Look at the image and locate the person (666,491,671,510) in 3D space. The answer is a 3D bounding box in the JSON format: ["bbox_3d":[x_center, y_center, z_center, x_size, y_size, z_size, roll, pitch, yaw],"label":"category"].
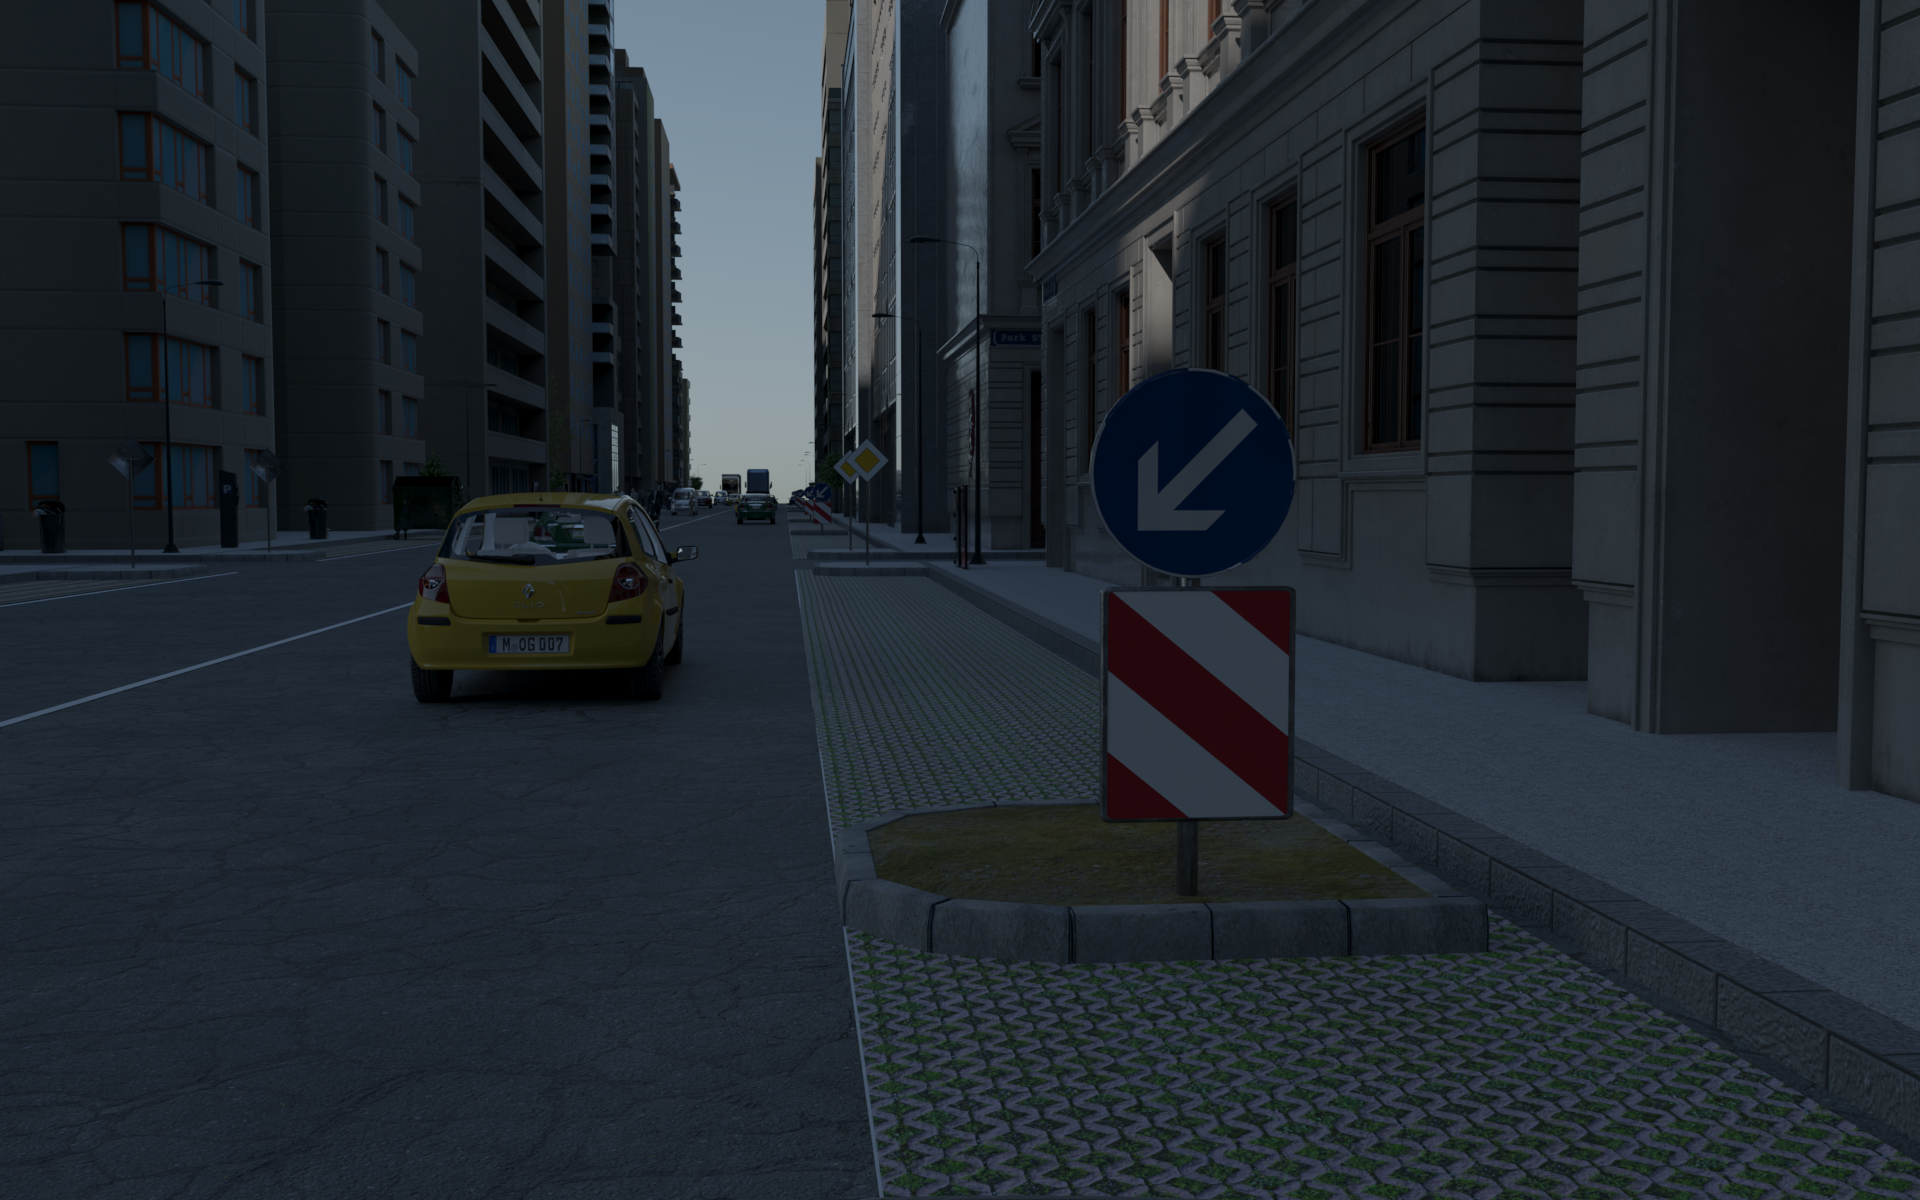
[{"bbox_3d":[-25.569,-8.738,152.162,0.445,1.727,0.742,0,4,0],"label":"person"}]

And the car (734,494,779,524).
[{"bbox_3d":[-9.823,-4.389,83.565,2.131,1.459,4.920,0,4,-6],"label":"car"}]

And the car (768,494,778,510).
[{"bbox_3d":[-17.650,-8.981,158.838,2.014,1.417,4.499,0,4,-5],"label":"car"}]

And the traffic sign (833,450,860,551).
[{"bbox_3d":[-2.481,-2.176,39.228,0.795,2.450,0.064,0,4,-6],"label":"traffic sign"}]

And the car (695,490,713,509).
[{"bbox_3d":[-25.629,-9.987,171.960,2.281,1.827,5.304,0,4,-7],"label":"car"}]

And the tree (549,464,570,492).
[{"bbox_3d":[-25.941,-7.126,111.119,1.663,3.219,1.824,0,3,0],"label":"tree"}]

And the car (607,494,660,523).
[{"bbox_3d":[-6.216,-1.083,29.509,2.131,1.459,4.920,0,4,-7],"label":"car"}]

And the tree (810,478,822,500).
[{"bbox_3d":[-17.006,-12.824,204.277,1.663,3.219,1.824,0,3,0],"label":"tree"}]

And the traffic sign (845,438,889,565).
[{"bbox_3d":[-1.677,-1.691,31.283,0.795,2.450,0.064,0,4,-6],"label":"traffic sign"}]

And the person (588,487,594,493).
[{"bbox_3d":[-17.814,-4.534,83.226,0.643,1.750,0.593,0,4,4],"label":"person"}]

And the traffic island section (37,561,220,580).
[{"bbox_3d":[-14.381,-0.477,30.083,2.009,0.180,2.903,0,4,-6],"label":"traffic island section"}]

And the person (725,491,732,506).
[{"bbox_3d":[-28.289,-12.491,212.804,1.350,1.814,0.705,-3,5,-40],"label":"person"}]

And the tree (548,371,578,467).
[{"bbox_3d":[-24.658,-9.237,101.387,4.737,8.622,4.395,0,3,0],"label":"tree"}]

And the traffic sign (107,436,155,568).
[{"bbox_3d":[-14.358,-1.614,30.024,0.795,2.450,0.064,0,4,-6],"label":"traffic sign"}]

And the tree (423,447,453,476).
[{"bbox_3d":[-22.049,-4.752,72.292,1.663,3.219,1.824,0,3,0],"label":"tree"}]

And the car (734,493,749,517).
[{"bbox_3d":[-13.512,-6.161,110.956,2.015,1.641,3.980,0,4,-5],"label":"car"}]

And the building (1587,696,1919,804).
[{"bbox_3d":[9.577,-10.038,0.276,11.583,22.565,21.152,0,4,-6],"label":"building"}]

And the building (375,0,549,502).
[{"bbox_3d":[-32.726,-28.208,84.903,21.300,48.544,21.600,0,4,-6],"label":"building"}]

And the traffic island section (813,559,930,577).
[{"bbox_3d":[-1.654,-0.555,31.362,2.009,0.180,2.903,0,4,-6],"label":"traffic island section"}]

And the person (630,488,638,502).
[{"bbox_3d":[-19.881,-5.925,105.477,0.635,1.810,0.391,2,4,28],"label":"person"}]

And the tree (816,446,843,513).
[{"bbox_3d":[-8.019,-8.155,117.041,4.285,4.588,4.351,0,3,0],"label":"tree"}]

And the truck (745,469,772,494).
[{"bbox_3d":[-20.979,-11.581,179.107,2.967,4.110,18.799,0,4,-6],"label":"truck"}]

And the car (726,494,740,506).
[{"bbox_3d":[-27.082,-12.098,208.023,2.015,1.641,3.980,0,4,-6],"label":"car"}]

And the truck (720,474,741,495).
[{"bbox_3d":[-32.306,-15.647,244.745,2.839,4.237,11.283,0,4,-5],"label":"truck"}]

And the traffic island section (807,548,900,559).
[{"bbox_3d":[-2.458,-1.041,39.307,2.009,0.180,2.903,0,4,-6],"label":"traffic island section"}]

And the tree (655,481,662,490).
[{"bbox_3d":[-33.264,-11.869,188.664,1.663,3.219,1.824,0,3,0],"label":"tree"}]

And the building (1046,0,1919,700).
[{"bbox_3d":[7.447,-11.323,21.280,11.583,22.565,21.152,0,4,-6],"label":"building"}]

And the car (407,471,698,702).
[{"bbox_3d":[-3.067,-0.195,13.406,2.015,1.641,3.980,0,4,-6],"label":"car"}]

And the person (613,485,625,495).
[{"bbox_3d":[-15.863,-4.389,80.359,0.679,1.850,0.850,0,4,-7],"label":"person"}]

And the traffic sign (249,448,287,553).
[{"bbox_3d":[-15.163,-2.099,37.969,0.795,2.450,0.064,0,4,-6],"label":"traffic sign"}]

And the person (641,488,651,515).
[{"bbox_3d":[-21.154,-6.695,118.050,1.350,1.814,0.705,1,4,13],"label":"person"}]

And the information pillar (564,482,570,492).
[{"bbox_3d":[-24.751,-6.398,109.091,0.304,2.012,0.304,0,4,1],"label":"information pillar"}]

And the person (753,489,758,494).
[{"bbox_3d":[-17.560,-8.574,148.641,1.348,1.831,0.705,-1,4,-16],"label":"person"}]

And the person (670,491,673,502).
[{"bbox_3d":[-25.650,-8.886,154.574,1.217,1.735,0.721,3,5,40],"label":"person"}]

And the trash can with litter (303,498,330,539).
[{"bbox_3d":[-18.278,-2.315,49.233,0.624,1.170,1.055,-1,4,-13],"label":"trash can with litter"}]

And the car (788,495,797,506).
[{"bbox_3d":[-20.461,-12.444,216.042,1.945,1.354,3.894,0,4,-7],"label":"car"}]

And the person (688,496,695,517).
[{"bbox_3d":[-16.825,-5.865,108.667,0.640,1.303,0.475,2,4,34],"label":"person"}]

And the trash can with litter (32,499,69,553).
[{"bbox_3d":[-19.711,-1.601,37.564,0.624,1.170,1.055,-1,4,-21],"label":"trash can with litter"}]

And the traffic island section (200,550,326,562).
[{"bbox_3d":[-15.185,-0.963,38.028,2.009,0.180,2.903,0,4,-6],"label":"traffic island section"}]

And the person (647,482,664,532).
[{"bbox_3d":[-11.496,-3.526,65.509,0.648,1.900,0.474,-1,4,-14],"label":"person"}]

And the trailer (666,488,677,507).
[{"bbox_3d":[-28.347,-10.037,171.161,1.471,1.999,3.904,0,4,-6],"label":"trailer"}]

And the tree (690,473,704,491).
[{"bbox_3d":[-41.641,-17.551,270.675,4.285,4.588,4.351,0,3,0],"label":"tree"}]
